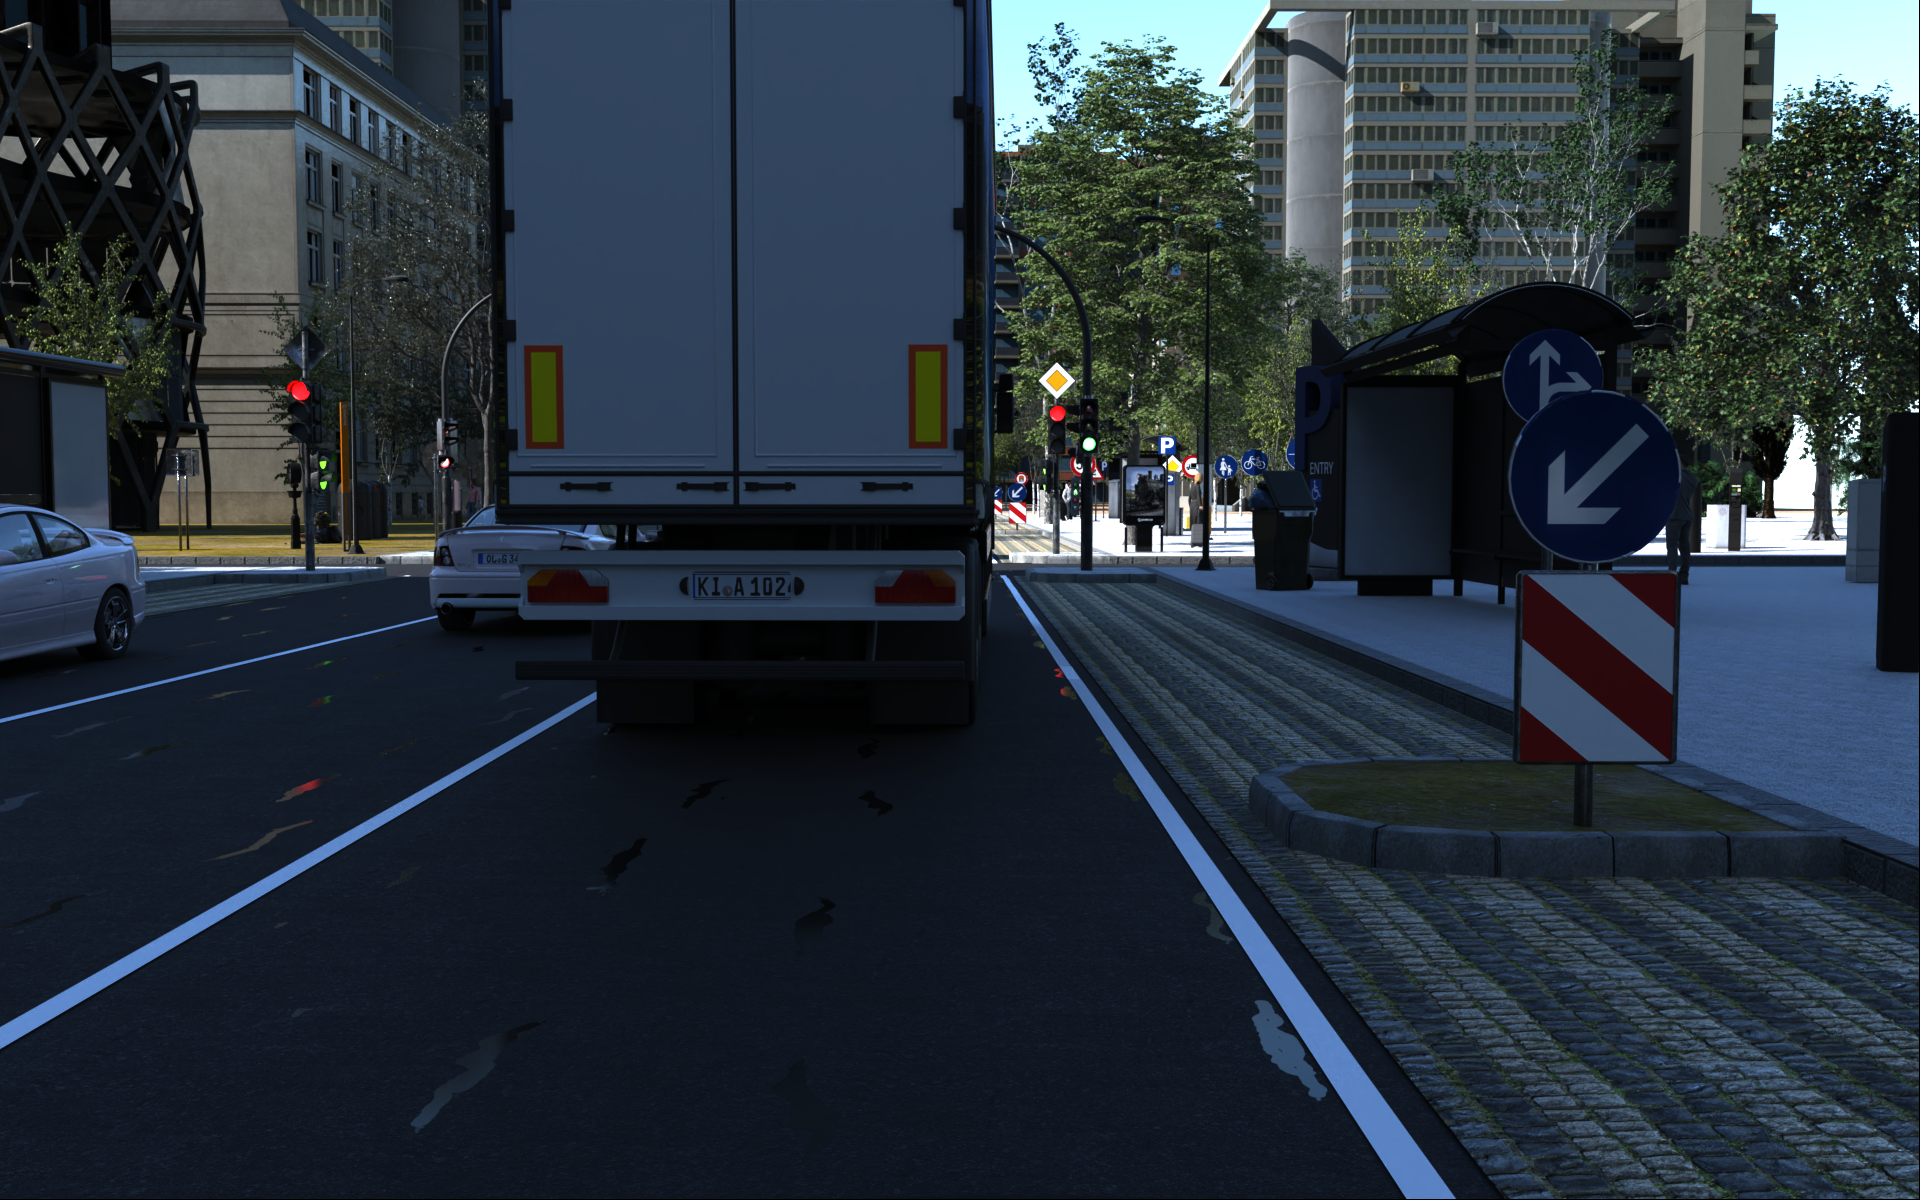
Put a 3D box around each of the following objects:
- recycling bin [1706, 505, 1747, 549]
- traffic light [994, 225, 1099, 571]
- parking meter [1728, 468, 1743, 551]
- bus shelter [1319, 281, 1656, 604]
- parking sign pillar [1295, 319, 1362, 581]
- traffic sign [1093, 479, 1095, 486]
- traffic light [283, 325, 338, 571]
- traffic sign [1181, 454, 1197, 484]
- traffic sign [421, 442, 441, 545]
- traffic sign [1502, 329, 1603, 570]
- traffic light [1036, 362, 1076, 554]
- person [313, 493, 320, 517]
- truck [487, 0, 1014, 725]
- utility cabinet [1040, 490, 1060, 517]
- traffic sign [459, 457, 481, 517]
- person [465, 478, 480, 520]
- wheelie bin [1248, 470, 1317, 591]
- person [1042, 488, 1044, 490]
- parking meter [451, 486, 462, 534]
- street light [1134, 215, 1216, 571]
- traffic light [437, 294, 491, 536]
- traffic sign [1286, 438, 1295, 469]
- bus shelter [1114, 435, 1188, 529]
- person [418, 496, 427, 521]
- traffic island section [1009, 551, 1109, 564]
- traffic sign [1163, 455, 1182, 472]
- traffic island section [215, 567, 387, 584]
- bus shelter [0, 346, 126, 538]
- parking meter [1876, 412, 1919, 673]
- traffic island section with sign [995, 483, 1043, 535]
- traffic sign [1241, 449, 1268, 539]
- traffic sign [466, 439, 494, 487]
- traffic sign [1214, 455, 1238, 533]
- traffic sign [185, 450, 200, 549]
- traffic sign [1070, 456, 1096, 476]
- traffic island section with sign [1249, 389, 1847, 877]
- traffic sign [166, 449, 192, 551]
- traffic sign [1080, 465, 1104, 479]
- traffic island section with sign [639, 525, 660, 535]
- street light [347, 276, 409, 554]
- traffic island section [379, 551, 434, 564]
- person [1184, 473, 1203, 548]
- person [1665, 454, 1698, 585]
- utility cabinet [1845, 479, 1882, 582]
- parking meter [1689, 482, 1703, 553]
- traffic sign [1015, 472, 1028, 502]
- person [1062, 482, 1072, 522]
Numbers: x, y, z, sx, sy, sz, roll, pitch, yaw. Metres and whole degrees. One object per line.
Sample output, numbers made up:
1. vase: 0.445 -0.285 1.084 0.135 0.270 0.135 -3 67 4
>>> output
1. recycling bin: 18.144 -1.741 41.016 0.722 1.027 0.722 1 4 8
2. traffic light: 0.008 -3.313 28.839 4.771 5.953 1.251 0 4 0
3. parking meter: 17.429 -2.032 38.936 0.255 1.863 0.399 2 4 24
4. bus shelter: 5.582 -1.551 19.284 2.014 3.302 5.546 0 4 0
5. parking sign pillar: 5.549 -2.302 26.111 1.447 3.967 1.447 -1 4 -18
6. traffic sign: 8.377 -6.807 111.304 0.884 2.594 0.081 0 4 6
7. traffic light: -10.861 -2.444 28.886 0.839 4.253 0.868 0 4 0
8. traffic sign: 7.507 -3.404 55.755 0.768 2.556 0.104 0 4 7
9. traffic sign: -12.701 -2.561 41.986 0.768 2.556 0.104 1 4 9
10. traffic sign: 4.574 -0.817 13.459 0.768 2.556 0.104 0 4 3
11. traffic light: 2.042 -2.939 36.980 0.839 4.253 0.868 0 4 0
12. person: -24.892 -3.707 66.825 0.511 1.800 0.466 2 4 28
13. truck: -0.957 -1.537 14.045 2.839 4.237 11.283 0 4 1
14. utility cabinet: 4.927 -5.340 95.988 1.173 1.500 0.318 1 4 18
15. traffic sign: -16.899 -3.646 59.719 0.768 2.556 0.104 0 4 8
16. person: -16.481 -3.208 58.499 0.555 1.821 0.388 1 4 22
17. wheelie bin: 4.289 -0.937 23.220 0.980 1.594 0.693 -2 4 -26
18. person: 6.552 -7.713 132.941 0.721 1.735 1.217 0 4 -7
19. parking meter: -15.852 -2.816 54.451 0.372 1.533 0.369 0 3 0
20. street light: 3.597 -3.453 28.993 1.470 5.913 1.316 0 4 0
21. traffic light: -8.828 -3.808 36.921 4.771 5.953 1.251 0 4 0
22. traffic sign: 7.504 -2.312 37.913 0.768 2.556 0.104 0 4 5
23. bus shelter: 6.746 -4.154 61.839 2.014 3.302 5.546 0 4 -1
24. person: -25.751 -4.391 82.847 0.382 1.210 0.505 0 4 7
25. traffic island section: 2.082 -0.906 37.094 2.009 0.180 2.903 0 4 0
26. traffic sign: 7.156 -3.576 58.208 0.795 2.593 0.064 0 4 8
27. traffic island section: -10.901 -0.412 29.020 2.009 0.180 2.903 0 4 0
28. bus shelter: -14.503 -2.811 23.586 2.179 5.291 8.768 0 4 0
29. parking meter: 6.848 -0.421 12.594 0.255 1.863 0.399 1 4 22
30. traffic island section with sign: 1.906 -3.246 61.692 1.989 1.847 2.006 0 4 0
31. traffic sign: 8.332 -2.994 49.062 0.768 2.556 0.104 0 4 7
32. traffic sign: -17.086 -4.279 63.834 2.265 3.308 0.079 0 4 5
33. traffic sign: 8.678 -3.454 56.585 0.768 2.556 0.104 0 4 2
34. traffic sign: -17.942 -2.328 40.193 0.606 2.300 0.079 0 3 0
35. traffic sign: 3.650 -3.137 51.401 0.768 2.556 0.104 0 4 4
36. traffic island section with sign: 2.305 0.077 7.374 1.989 1.847 2.006 0 4 0
37. traffic sign: -17.599 -2.258 39.052 0.606 2.300 0.079 0 4 5
38. traffic sign: 4.734 -3.801 62.145 0.884 2.594 0.081 0 4 4
39. traffic island section with sign: -10.811 -3.252 61.800 1.989 1.847 2.006 0 4 0
40. street light: -12.408 -3.941 36.975 1.470 5.913 1.316 0 4 0
41. traffic island section: -10.959 -0.901 37.005 2.009 0.180 2.903 0 4 0
42. person: 5.697 -2.171 41.751 0.699 1.804 1.509 1 4 13
43. person: 10.103 -1.142 24.523 0.655 1.846 0.447 -2 4 -33
44. utility cabinet: 13.484 -1.002 25.065 1.173 1.500 0.318 0 4 -1
45. parking meter: 16.005 -1.800 37.841 0.372 1.533 0.369 0 3 0
46. traffic sign: 3.587 -6.179 101.126 0.768 2.556 0.104 0 4 5
47. person: 5.050 -4.585 80.852 0.661 1.843 0.795 -2 4 -31
